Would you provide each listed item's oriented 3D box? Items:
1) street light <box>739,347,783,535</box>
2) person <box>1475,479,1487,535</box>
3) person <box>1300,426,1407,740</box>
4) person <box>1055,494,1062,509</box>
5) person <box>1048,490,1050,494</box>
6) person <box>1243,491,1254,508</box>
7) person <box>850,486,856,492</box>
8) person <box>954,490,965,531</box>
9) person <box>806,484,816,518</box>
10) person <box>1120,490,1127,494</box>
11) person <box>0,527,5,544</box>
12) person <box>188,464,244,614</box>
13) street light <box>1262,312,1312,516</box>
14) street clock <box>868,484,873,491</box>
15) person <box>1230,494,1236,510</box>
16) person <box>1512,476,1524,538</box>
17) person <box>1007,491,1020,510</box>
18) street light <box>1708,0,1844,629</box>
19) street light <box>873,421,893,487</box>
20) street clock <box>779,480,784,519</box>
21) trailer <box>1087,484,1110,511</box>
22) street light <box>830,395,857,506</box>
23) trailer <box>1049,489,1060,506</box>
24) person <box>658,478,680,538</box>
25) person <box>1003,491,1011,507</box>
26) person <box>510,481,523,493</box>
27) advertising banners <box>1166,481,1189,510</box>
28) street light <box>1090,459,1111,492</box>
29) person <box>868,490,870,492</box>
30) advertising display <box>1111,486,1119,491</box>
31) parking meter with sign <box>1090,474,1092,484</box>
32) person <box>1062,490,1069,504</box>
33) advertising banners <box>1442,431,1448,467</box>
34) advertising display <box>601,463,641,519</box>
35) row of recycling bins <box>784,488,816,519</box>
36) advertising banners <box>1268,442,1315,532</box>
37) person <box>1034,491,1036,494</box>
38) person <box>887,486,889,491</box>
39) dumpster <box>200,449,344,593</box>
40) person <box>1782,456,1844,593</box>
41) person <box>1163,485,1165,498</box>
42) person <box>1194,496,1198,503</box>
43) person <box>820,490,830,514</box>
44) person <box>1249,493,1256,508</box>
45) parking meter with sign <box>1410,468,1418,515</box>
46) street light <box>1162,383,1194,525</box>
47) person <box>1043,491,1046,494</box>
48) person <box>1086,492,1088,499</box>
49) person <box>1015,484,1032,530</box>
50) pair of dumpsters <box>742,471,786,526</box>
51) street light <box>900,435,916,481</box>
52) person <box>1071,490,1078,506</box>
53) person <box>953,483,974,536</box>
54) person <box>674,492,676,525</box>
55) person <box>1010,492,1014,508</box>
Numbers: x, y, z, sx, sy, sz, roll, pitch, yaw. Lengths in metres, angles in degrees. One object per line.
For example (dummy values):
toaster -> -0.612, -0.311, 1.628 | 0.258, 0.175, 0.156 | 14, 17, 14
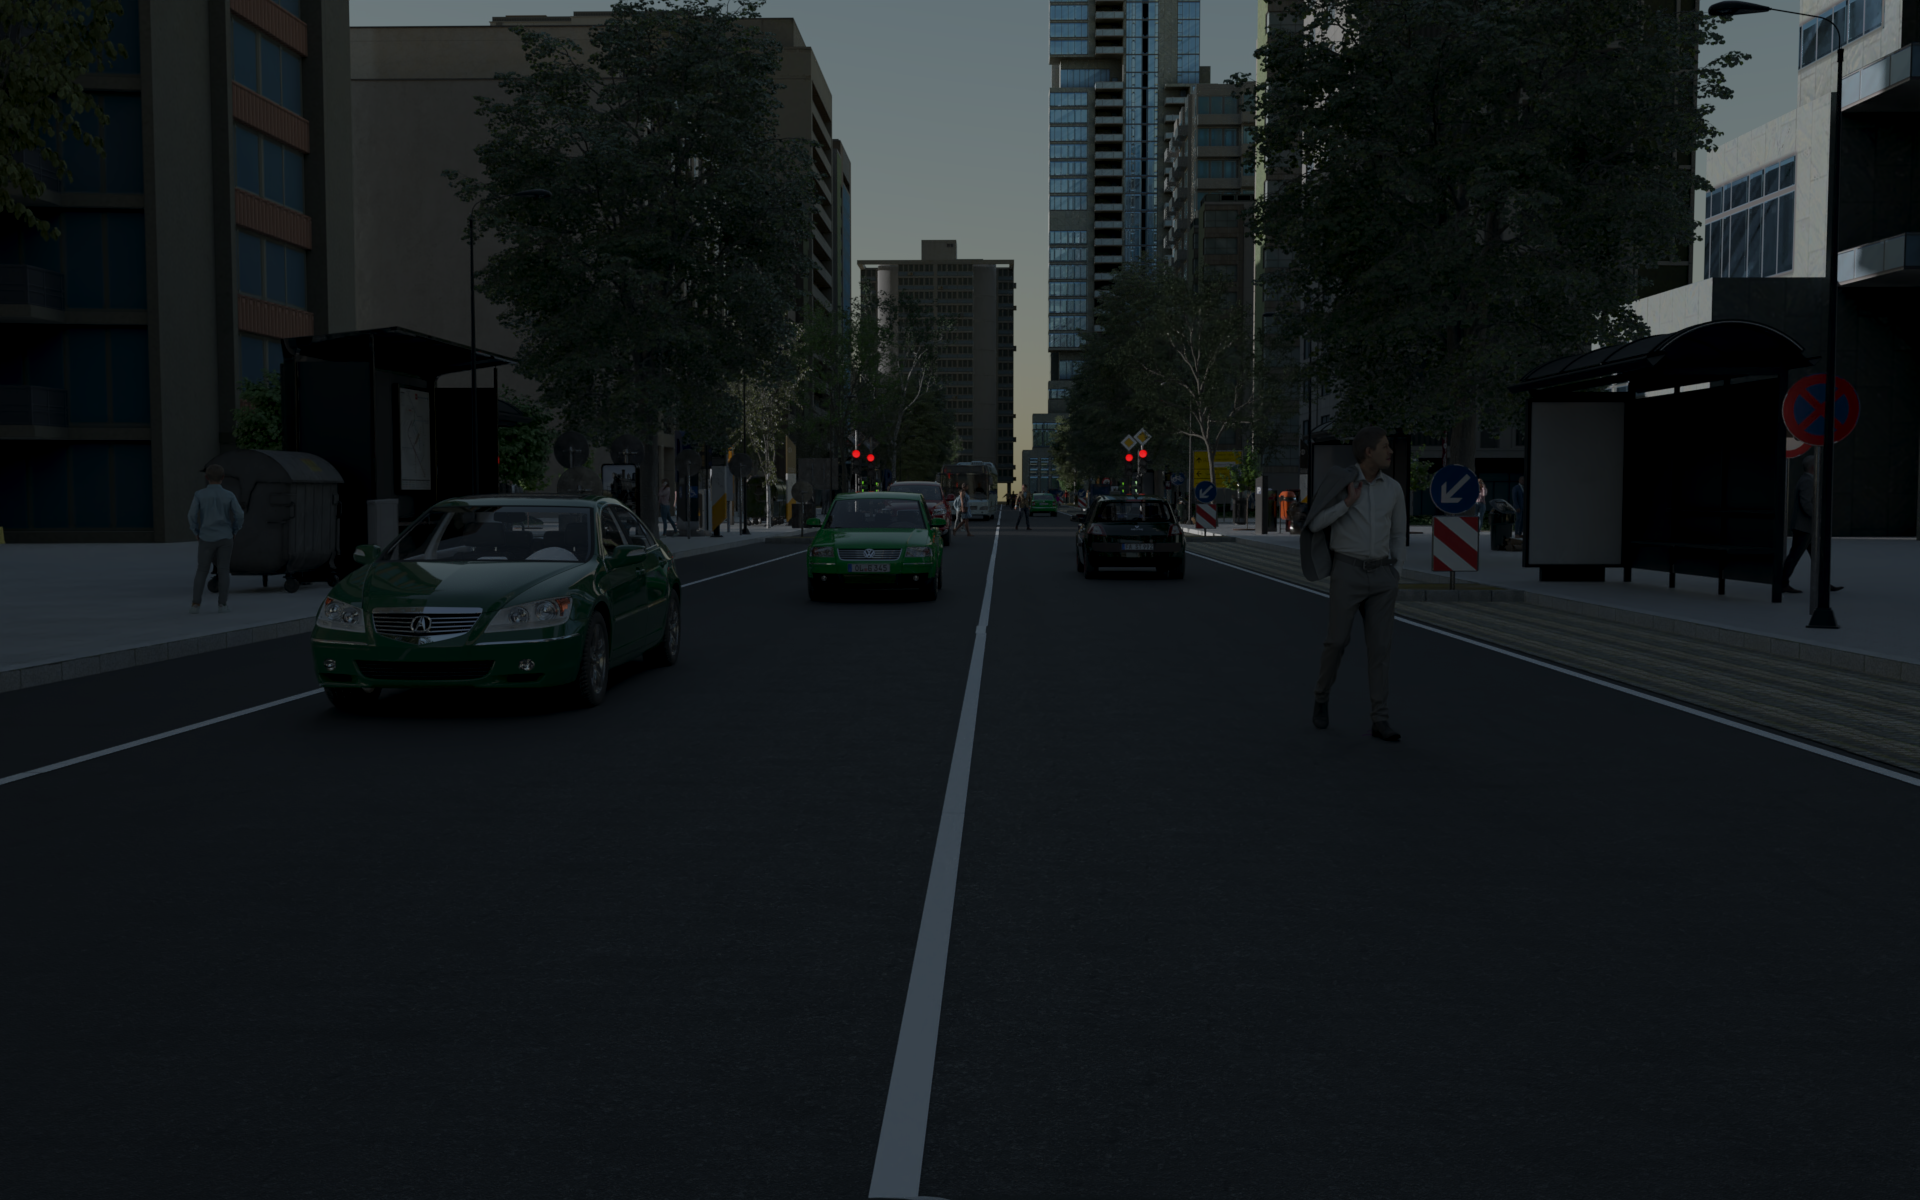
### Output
street light -> -6.270, -5.029, 54.769 | 1.470, 5.913, 1.316 | 0, 4, 1
person -> 16.144, -2.897, 53.996 | 0.593, 1.750, 0.643 | 2, 4, 27
person -> 2.348, -0.106, 10.332 | 0.679, 1.850, 0.850 | -1, 4, -15
person -> 9.048, -9.105, 160.582 | 0.991, 1.433, 0.599 | 1, 4, 20
person -> 8.664, -9.874, 169.936 | 0.705, 1.824, 1.348 | -3, 5, -41
person -> 18.191, -6.287, 109.326 | 0.782, 1.767, 0.515 | 2, 4, 24
person -> -6.476, -5.994, 104.315 | 0.678, 1.792, 0.850 | 0, 4, 6
person -> 0.044, -3.435, 66.471 | 0.589, 1.601, 0.330 | 1, 4, 23
person -> -6.720, -4.291, 78.012 | 0.648, 1.900, 0.474 | 2, 4, 24
person -> 10.697, -6.555, 113.403 | 0.419, 1.800, 0.721 | 3, 5, 45
person -> -16.780, -1.431, 29.652 | 0.699, 1.804, 1.509 | -2, 4, -31
person -> -8.040, -0.664, 18.711 | 0.589, 1.601, 0.330 | -1, 4, -16
street light -> 8.414, -4.392, 44.355 | 1.470, 5.913, 1.316 | 0, 4, 1
street clock -> -6.277, -7.183, 122.005 | 0.471, 2.002, 0.358 | -1, 4, -17
person -> 14.749, -5.108, 93.837 | 0.394, 1.301, 0.425 | 1, 4, 17
person -> 16.317, -2.703, 50.421 | 0.721, 1.800, 0.419 | -3, 4, -39
person -> 4.885, -9.104, 158.062 | 1.217, 1.735, 0.721 | 0, 4, 6
street light -> 7.747, -2.687, 16.471 | 1.470, 5.913, 1.316 | 0, 4, 1
street light -> -4.946, -8.378, 109.527 | 1.470, 5.913, 1.316 | 0, 4, 1
street clock -> -9.011, -5.064, 87.362 | 0.358, 2.002, 0.471 | -1, 4, -14
trailer -> 7.967, -5.620, 98.941 | 1.471, 1.999, 3.904 | 0, 4, 2
street light -> -5.543, -6.673, 81.641 | 1.470, 5.913, 1.316 | 0, 4, 1
trailer -> 10.102, -11.026, 187.324 | 1.471, 1.999, 3.904 | 0, 4, 2
person -> -8.586, -2.710, 50.937 | 0.643, 1.750, 0.593 | 0, 4, -6
person -> 5.481, -11.565, 197.677 | 1.348, 1.812, 0.705 | 0, 4, 4
person -> -15.096, -3.227, 58.907 | 0.850, 1.850, 0.679 | 3, 5, 41
advertising banners -> 13.634, -6.857, 108.300 | 2.074, 3.025, 0.090 | -2, 4, -25
street light -> 10.591, -9.534, 128.422 | 1.470, 5.913, 1.316 | 0, 4, 1
person -> -6.399, -7.197, 123.889 | 0.592, 1.802, 0.473 | 0, 4, -2
advertising display -> 11.784, -7.776, 132.356 | 0.123, 1.923, 0.974 | 3, 5, 44
parking meter with sign -> 12.157, -9.437, 150.551 | 1.738, 3.016, 0.543 | 2, 4, 29
person -> 13.468, -13.072, 219.702 | 0.705, 1.831, 1.348 | 3, 5, 41
advertising banners -> 11.663, -2.750, 41.158 | 0.090, 3.025, 2.074 | 0, 4, 5
advertising display -> -7.108, -1.901, 36.302 | 0.974, 1.923, 0.123 | 2, 4, 30
row of recycling bins -> -8.658, -5.051, 89.697 | 1.069, 1.692, 3.534 | 2, 4, 32
advertising banners -> 11.248, -3.817, 58.600 | 2.074, 3.025, 0.090 | 1, 4, 10
person -> 7.805, -10.377, 178.884 | 1.217, 1.735, 0.721 | 3, 4, 37
person -> -3.573, -4.904, 88.558 | 0.818, 1.842, 0.514 | -2, 4, -29
dumpster -> -9.147, -1.059, 23.074 | 1.264, 1.857, 1.865 | 0, 4, 1
person -> 11.022, -0.974, 22.368 | 0.834, 1.777, 0.661 | 1, 4, 14
person -> 11.807, -5.820, 101.480 | 0.850, 1.792, 0.678 | -1, 4, -16
person -> 16.811, -6.962, 122.463 | 0.523, 1.515, 0.503 | 0, 4, 8
person -> -8.492, -6.297, 109.124 | 0.709, 1.813, 0.853 | 1, 4, 11
person -> 19.597, -6.723, 116.150 | 0.419, 1.800, 0.721 | -3, 5, -42
parking meter with sign -> 20.941, -5.201, 81.304 | 0.543, 3.016, 1.738 | 2, 4, 34
street light -> 9.077, -6.098, 72.240 | 1.470, 5.913, 1.316 | 0, 4, 1
person -> 10.288, -12.554, 213.624 | 0.709, 1.838, 0.599 | 3, 5, 43
person -> 16.674, -13.407, 225.342 | 1.348, 1.812, 0.705 | 3, 5, 39
person -> 2.526, -3.735, 69.478 | 0.836, 1.842, 0.656 | 3, 5, 44
pair of dumpsters -> -8.004, -4.209, 71.319 | 1.574, 2.255, 4.437 | 0, 4, 1
street light -> -4.195, -10.084, 137.409 | 1.470, 5.913, 1.316 | 0, 4, 1
person -> 12.837, -11.329, 191.997 | 1.217, 1.736, 0.721 | 1, 4, 20
person -> 0.109, -3.053, 58.507 | 0.778, 1.811, 0.616 | 1, 4, 17
person -> -11.171, -3.844, 68.901 | 0.388, 1.821, 0.555 | 1, 4, 14
person -> 5.268, -9.953, 172.158 | 0.541, 1.710, 0.530 | 3, 5, 41
